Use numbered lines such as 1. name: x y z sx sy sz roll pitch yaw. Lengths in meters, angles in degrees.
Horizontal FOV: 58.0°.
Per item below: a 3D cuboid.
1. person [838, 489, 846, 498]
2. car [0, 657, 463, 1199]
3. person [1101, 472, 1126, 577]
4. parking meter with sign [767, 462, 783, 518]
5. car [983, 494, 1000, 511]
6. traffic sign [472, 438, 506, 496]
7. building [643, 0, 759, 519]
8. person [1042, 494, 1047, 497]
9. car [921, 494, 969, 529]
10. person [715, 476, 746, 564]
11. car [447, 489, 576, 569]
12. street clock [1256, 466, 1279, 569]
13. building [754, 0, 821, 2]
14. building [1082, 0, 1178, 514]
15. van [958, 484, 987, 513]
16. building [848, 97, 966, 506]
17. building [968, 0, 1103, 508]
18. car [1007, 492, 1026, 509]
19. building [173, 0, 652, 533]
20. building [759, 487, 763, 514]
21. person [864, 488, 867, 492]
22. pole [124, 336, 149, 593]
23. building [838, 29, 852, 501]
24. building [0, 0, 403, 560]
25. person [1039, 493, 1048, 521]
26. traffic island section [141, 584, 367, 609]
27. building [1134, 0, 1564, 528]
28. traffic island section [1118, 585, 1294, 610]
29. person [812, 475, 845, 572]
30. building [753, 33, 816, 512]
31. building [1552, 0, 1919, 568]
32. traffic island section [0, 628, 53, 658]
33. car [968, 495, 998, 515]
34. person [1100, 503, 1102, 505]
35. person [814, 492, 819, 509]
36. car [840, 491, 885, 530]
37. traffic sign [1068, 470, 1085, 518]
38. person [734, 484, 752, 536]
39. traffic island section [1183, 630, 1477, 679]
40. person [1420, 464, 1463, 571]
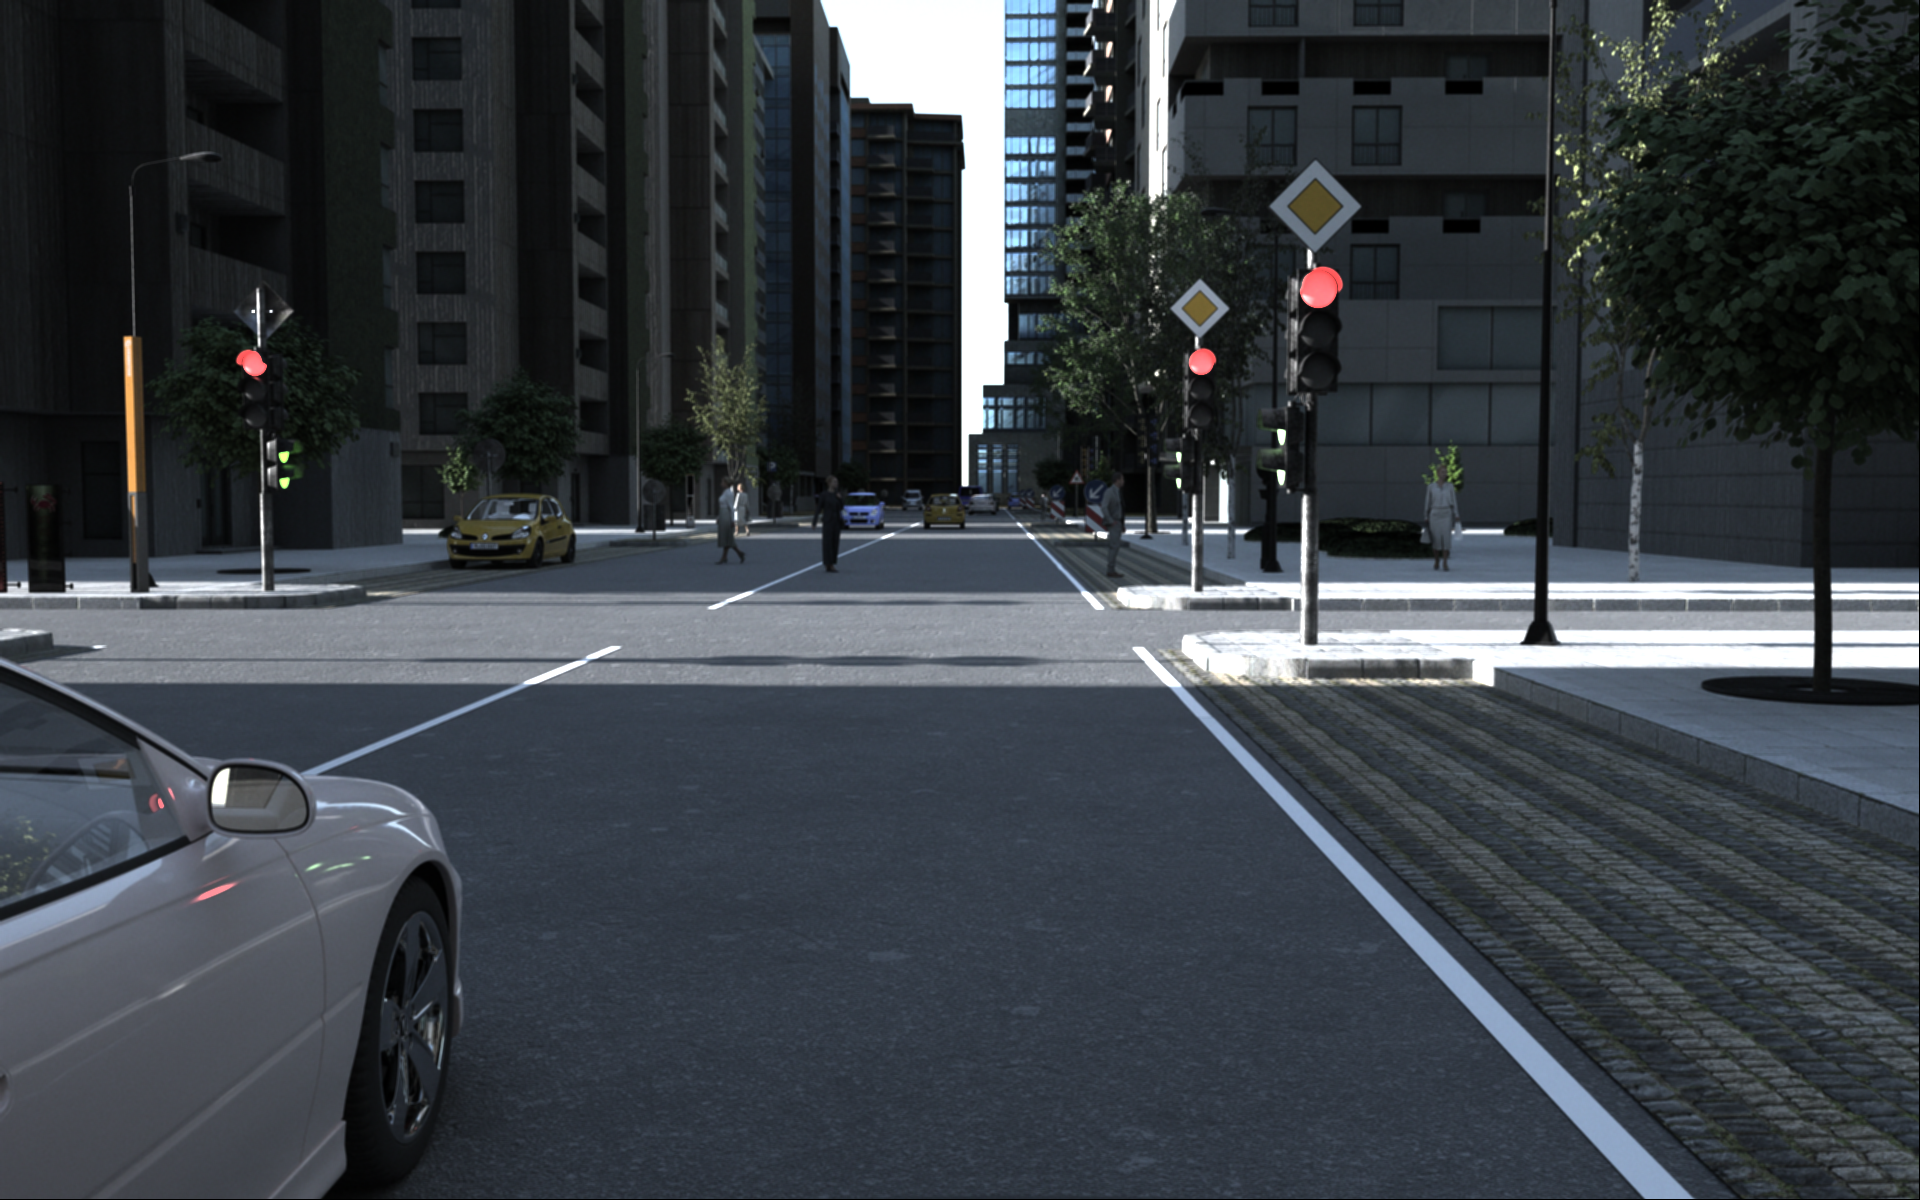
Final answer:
1. person: -10.001 -8.339 143.102 1.217 1.736 0.721 1 4 11
2. car: -2.044 0.623 2.173 2.083 1.381 4.827 0 4 -1
3. person: 2.661 -1.301 29.875 0.391 1.810 0.635 1 4 15
4. parking meter with sign: -9.986 -5.968 93.843 0.543 3.016 1.738 0 4 8
5. car: 2.316 -8.132 144.760 2.131 1.459 4.920 0 4 0
6. traffic sign: -10.757 -2.413 39.564 0.768 2.556 0.104 0 4 3
7. building: -18.554 -24.883 90.439 14.154 41.232 14.086 0 4 1
8. person: 8.564 -10.132 174.886 0.628 1.438 0.799 0 4 -2
9. car: -0.634 -3.786 72.117 2.015 1.641 3.980 0 4 0
10. person: -4.709 -1.637 35.485 0.641 1.798 0.478 0 4 -5
11. car: -8.858 -1.474 34.331 2.015 1.641 3.980 0 4 1
12. street clock: 5.249 -1.522 29.453 0.358 2.002 0.471 -1 4 -23
13. building: -18.751 -30.560 149.763 14.600 45.320 14.200 0 4 1
14. building: 20.305 -28.797 125.449 22.147 44.769 28.867 0 4 1
15. van: 0.877 -7.873 133.104 2.240 2.365 5.245 0 4 3
16. building: -13.901 -33.004 194.234 28.867 44.769 22.147 0 4 1
17. building: 16.553 -53.831 192.808 31.000 86.520 22.319 0 4 1
18. car: 5.385 -9.407 163.401 1.945 1.707 3.694 0 3 0
19. building: -20.715 -18.168 68.746 14.160 30.474 14.107 0 4 1
20. building: -23.237 -40.925 107.369 20.563 71.187 20.611 0 4 1
21. person: -8.629 -9.228 156.932 0.705 1.822 1.348 0 4 -5
22. pole: -10.706 -1.753 22.512 0.158 3.312 0.155 0 3 0
23. building: -17.982 -31.467 164.603 14.200 45.320 14.600 0 4 1
24. building: -21.551 -16.235 37.139 14.160 30.474 14.107 0 4 1
25. person: 4.388 -4.886 90.983 0.503 1.515 0.523 0 4 -7
26. traffic island section: -9.200 -0.044 22.998 2.009 0.180 2.903 0 4 1
27. building: 22.440 -29.906 78.201 28.713 52.752 27.495 0 4 1
28. traffic island section: 3.140 -0.030 22.778 2.009 0.180 2.903 0 4 1
29. person: -2.413 -1.402 31.847 0.534 1.772 0.576 2 4 35
30. building: -27.742 -26.858 131.012 32.217 40.220 23.993 0 4 1
31. building: 28.682 -30.003 32.548 28.212 58.520 21.231 0 4 1
32. traffic island section: -9.339 0.444 15.014 2.009 0.180 2.903 0 4 1
33. car: 1.568 -6.606 120.365 2.083 1.381 4.827 0 4 3
34. person: 9.048 -6.413 110.902 0.705 1.824 1.348 0 4 4
35. person: -10.975 -7.553 132.764 0.421 1.427 0.697 -2 4 -34
36. car: -4.005 -3.732 70.602 1.945 1.707 3.694 0 4 0
37. traffic sign: 6.171 -5.599 91.543 0.884 2.594 0.081 0 4 6
38. person: -7.423 -3.054 58.780 0.694 1.780 0.624 -3 4 -38
39. traffic island section: 3.000 0.458 14.794 2.009 0.180 2.903 0 4 1
40. person: 8.115 -1.387 29.081 0.694 1.780 0.624 2 4 29
